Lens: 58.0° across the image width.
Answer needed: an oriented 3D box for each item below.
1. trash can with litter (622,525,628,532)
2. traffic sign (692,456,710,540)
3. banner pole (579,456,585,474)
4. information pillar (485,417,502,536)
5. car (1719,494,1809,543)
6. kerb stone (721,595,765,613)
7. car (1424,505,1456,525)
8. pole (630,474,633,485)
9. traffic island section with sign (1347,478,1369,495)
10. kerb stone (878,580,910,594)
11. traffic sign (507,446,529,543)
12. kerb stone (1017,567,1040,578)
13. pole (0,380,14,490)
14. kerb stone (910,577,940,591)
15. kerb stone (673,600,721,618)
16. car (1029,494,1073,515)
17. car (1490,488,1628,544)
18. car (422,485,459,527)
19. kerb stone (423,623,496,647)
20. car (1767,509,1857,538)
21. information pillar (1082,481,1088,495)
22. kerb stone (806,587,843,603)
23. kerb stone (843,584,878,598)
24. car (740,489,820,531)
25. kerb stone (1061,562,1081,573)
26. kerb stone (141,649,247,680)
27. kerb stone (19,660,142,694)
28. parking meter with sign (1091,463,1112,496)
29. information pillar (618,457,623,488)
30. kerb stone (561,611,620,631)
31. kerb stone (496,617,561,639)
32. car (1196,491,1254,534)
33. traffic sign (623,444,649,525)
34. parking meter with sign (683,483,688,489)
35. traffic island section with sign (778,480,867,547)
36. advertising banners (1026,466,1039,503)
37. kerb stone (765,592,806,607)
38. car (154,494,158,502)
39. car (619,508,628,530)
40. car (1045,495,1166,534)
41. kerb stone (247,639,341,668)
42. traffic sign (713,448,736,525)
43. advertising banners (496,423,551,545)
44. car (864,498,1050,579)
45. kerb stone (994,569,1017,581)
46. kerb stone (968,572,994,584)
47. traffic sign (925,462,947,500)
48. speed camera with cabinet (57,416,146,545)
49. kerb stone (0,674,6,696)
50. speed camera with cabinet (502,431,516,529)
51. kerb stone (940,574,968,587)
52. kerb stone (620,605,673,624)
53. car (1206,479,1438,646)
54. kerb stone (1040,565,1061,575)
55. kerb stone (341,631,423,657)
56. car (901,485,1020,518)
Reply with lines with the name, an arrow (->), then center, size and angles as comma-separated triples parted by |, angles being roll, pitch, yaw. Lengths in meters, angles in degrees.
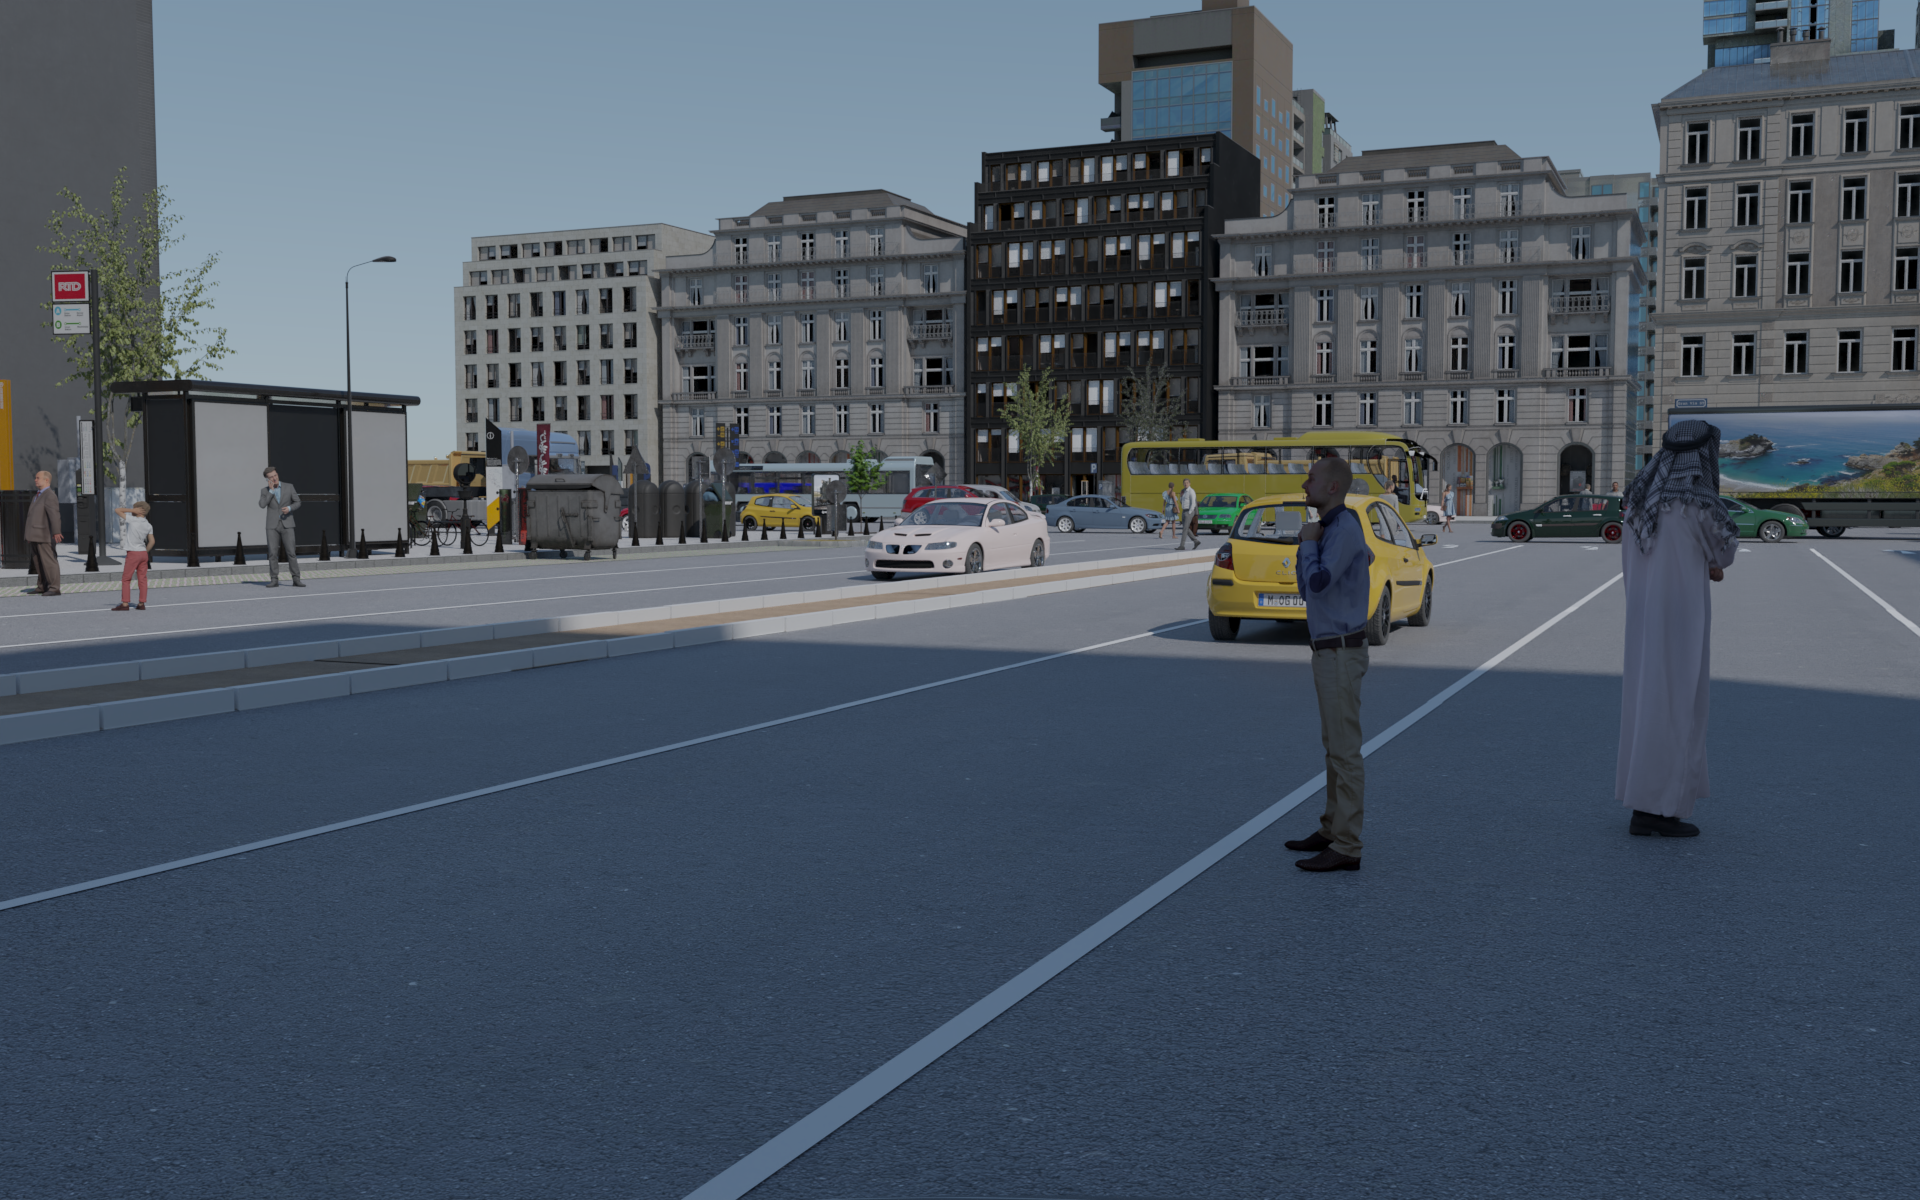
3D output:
trash can with litter -> -10.849, -2.944, 59.184 | 1.678, 1.210, 2.233 | -3, 5, -40
traffic sign -> -7.046, -2.748, 47.064 | 0.606, 2.300, 0.079 | 2, 4, 30
banner pole -> -25.160, -7.658, 115.233 | 0.863, 3.779, 0.401 | 3, 5, 45
information pillar -> -14.228, -3.761, 52.848 | 0.504, 3.616, 0.183 | -1, 4, -20
car -> 22.754, -2.458, 51.988 | 4.920, 1.459, 2.131 | 1, 4, 23
kerb stone -> -2.730, 0.058, 21.245 | 0.120, 0.150, 1.000 | 2, 4, 24
car -> 20.945, -4.247, 81.808 | 4.827, 1.381, 2.083 | 2, 4, 26
pole -> -22.797, -7.727, 120.187 | 0.158, 3.312, 0.155 | 0, 3, 0
traffic island section with sign -> 11.288, -2.545, 49.751 | 2.006, 1.907, 1.989 | 2, 4, 24
kerb stone -> -1.026, -0.170, 25.014 | 0.120, 0.150, 1.000 | 2, 4, 24
traffic sign -> -11.643, -2.780, 45.560 | 0.768, 2.556, 0.104 | 2, 4, 31
kerb stone -> 1.086, -0.460, 29.722 | 0.120, 0.150, 1.000 | 2, 4, 24
pole -> -17.061, -2.273, 31.001 | 0.158, 3.312, 0.155 | 0, 3, 0
kerb stone -> -0.609, -0.230, 25.960 | 0.120, 0.150, 1.000 | 2, 4, 24
kerb stone -> -3.150, 0.116, 20.307 | 0.120, 0.150, 1.000 | 2, 4, 24
car -> 5.175, -4.656, 85.909 | 4.222, 1.686, 2.009 | 2, 4, 24
car -> 17.866, -2.527, 51.102 | 4.222, 1.686, 2.009 | 2, 4, 24
car -> -23.664, -4.107, 75.816 | 5.304, 1.827, 2.281 | 2, 4, 24
kerb stone -> -4.839, 0.345, 16.552 | 0.120, 0.150, 1.000 | 2, 4, 24
car -> 27.719, -3.044, 58.440 | 5.304, 1.827, 2.281 | 1, 4, 22
information pillar -> 6.852, -5.548, 95.198 | 0.304, 2.012, 0.304 | 1, 4, 14
kerb stone -> -1.881, -0.051, 23.123 | 0.120, 0.150, 1.000 | 2, 4, 24
kerb stone -> -1.457, -0.114, 24.067 | 0.120, 0.150, 1.000 | 2, 4, 24
car -> -6.582, -3.505, 67.527 | 3.980, 1.641, 2.015 | 2, 4, 24
kerb stone -> 1.932, -0.575, 31.596 | 0.120, 0.150, 1.000 | 2, 4, 24
kerb stone -> -6.115, 0.517, 13.739 | 0.120, 0.150, 1.000 | 2, 4, 24
kerb stone -> -6.533, 0.575, 12.799 | 0.120, 0.150, 1.000 | 2, 4, 24
parking meter with sign -> 8.298, -6.269, 98.763 | 1.738, 3.016, 0.543 | -2, 4, -35
information pillar -> -21.495, -7.232, 109.603 | 0.183, 3.616, 0.504 | -3, 4, -37
kerb stone -> -3.988, 0.230, 18.427 | 0.120, 0.150, 1.000 | 2, 4, 24
kerb stone -> -4.421, 0.288, 17.494 | 0.120, 0.150, 1.000 | 2, 4, 24
car -> 9.448, -3.243, 61.816 | 1.959, 1.807, 4.718 | 2, 4, 26
traffic sign -> -8.490, -2.772, 45.319 | 0.884, 2.594, 0.081 | 2, 4, 29
parking meter with sign -> -18.385, -7.400, 117.246 | 0.543, 3.016, 1.738 | 3, 4, 37
traffic island section with sign -> -3.665, -2.388, 47.671 | 1.989, 1.847, 2.006 | 2, 4, 24
advertising banners -> 4.524, -6.798, 107.333 | 0.090, 3.025, 2.074 | 2, 4, 24
kerb stone -> -2.305, 0.001, 22.186 | 0.120, 0.150, 1.000 | 2, 4, 24
car -> -37.754, -4.238, 79.522 | 3.980, 1.641, 2.015 | 1, 4, 23
car -> -10.793, -3.402, 64.655 | 4.494, 1.783, 2.155 | 2, 4, 25
car -> 5.339, -3.168, 63.807 | 4.499, 1.417, 2.014 | 1, 4, 22
kerb stone -> -5.685, 0.460, 14.678 | 0.120, 0.150, 1.000 | 2, 4, 24
traffic sign -> -6.480, -2.898, 47.494 | 0.768, 2.556, 0.104 | 2, 4, 28
advertising banners -> -10.917, -2.885, 43.359 | 2.074, 3.025, 0.090 | 3, 4, 37
car -> 0.034, -1.093, 30.226 | 2.083, 1.381, 4.827 | 2, 4, 24
kerb stone -> 0.659, -0.402, 28.774 | 0.120, 0.150, 1.000 | 2, 4, 24
kerb stone -> 0.250, -0.345, 27.831 | 0.120, 0.150, 1.000 | 2, 4, 24
traffic sign -> -0.769, -3.131, 54.837 | 0.795, 2.450, 0.064 | 2, 4, 24
speed camera with cabinet -> -22.110, -3.076, 44.626 | 0.660, 3.252, 2.038 | 2, 4, 32
kerb stone -> -6.956, 0.633, 11.854 | 0.120, 0.150, 1.000 | 2, 4, 24
speed camera with cabinet -> -14.278, -3.708, 54.963 | 0.660, 3.252, 2.038 | 0, 4, -5
kerb stone -> -0.180, -0.288, 26.897 | 0.120, 0.150, 1.000 | 2, 4, 24
kerb stone -> -3.573, 0.181, 19.369 | 0.120, 0.150, 1.000 | 2, 4, 24
car -> 3.838, -0.475, 17.986 | 2.015, 1.641, 3.980 | 2, 4, 24
kerb stone -> 1.514, -0.516, 30.657 | 0.120, 0.150, 1.000 | 2, 4, 24
kerb stone -> -5.263, 0.402, 15.616 | 0.120, 0.150, 1.000 | 2, 4, 24
car -> 0.066, -4.026, 74.492 | 5.304, 1.827, 2.281 | 1, 4, 23
